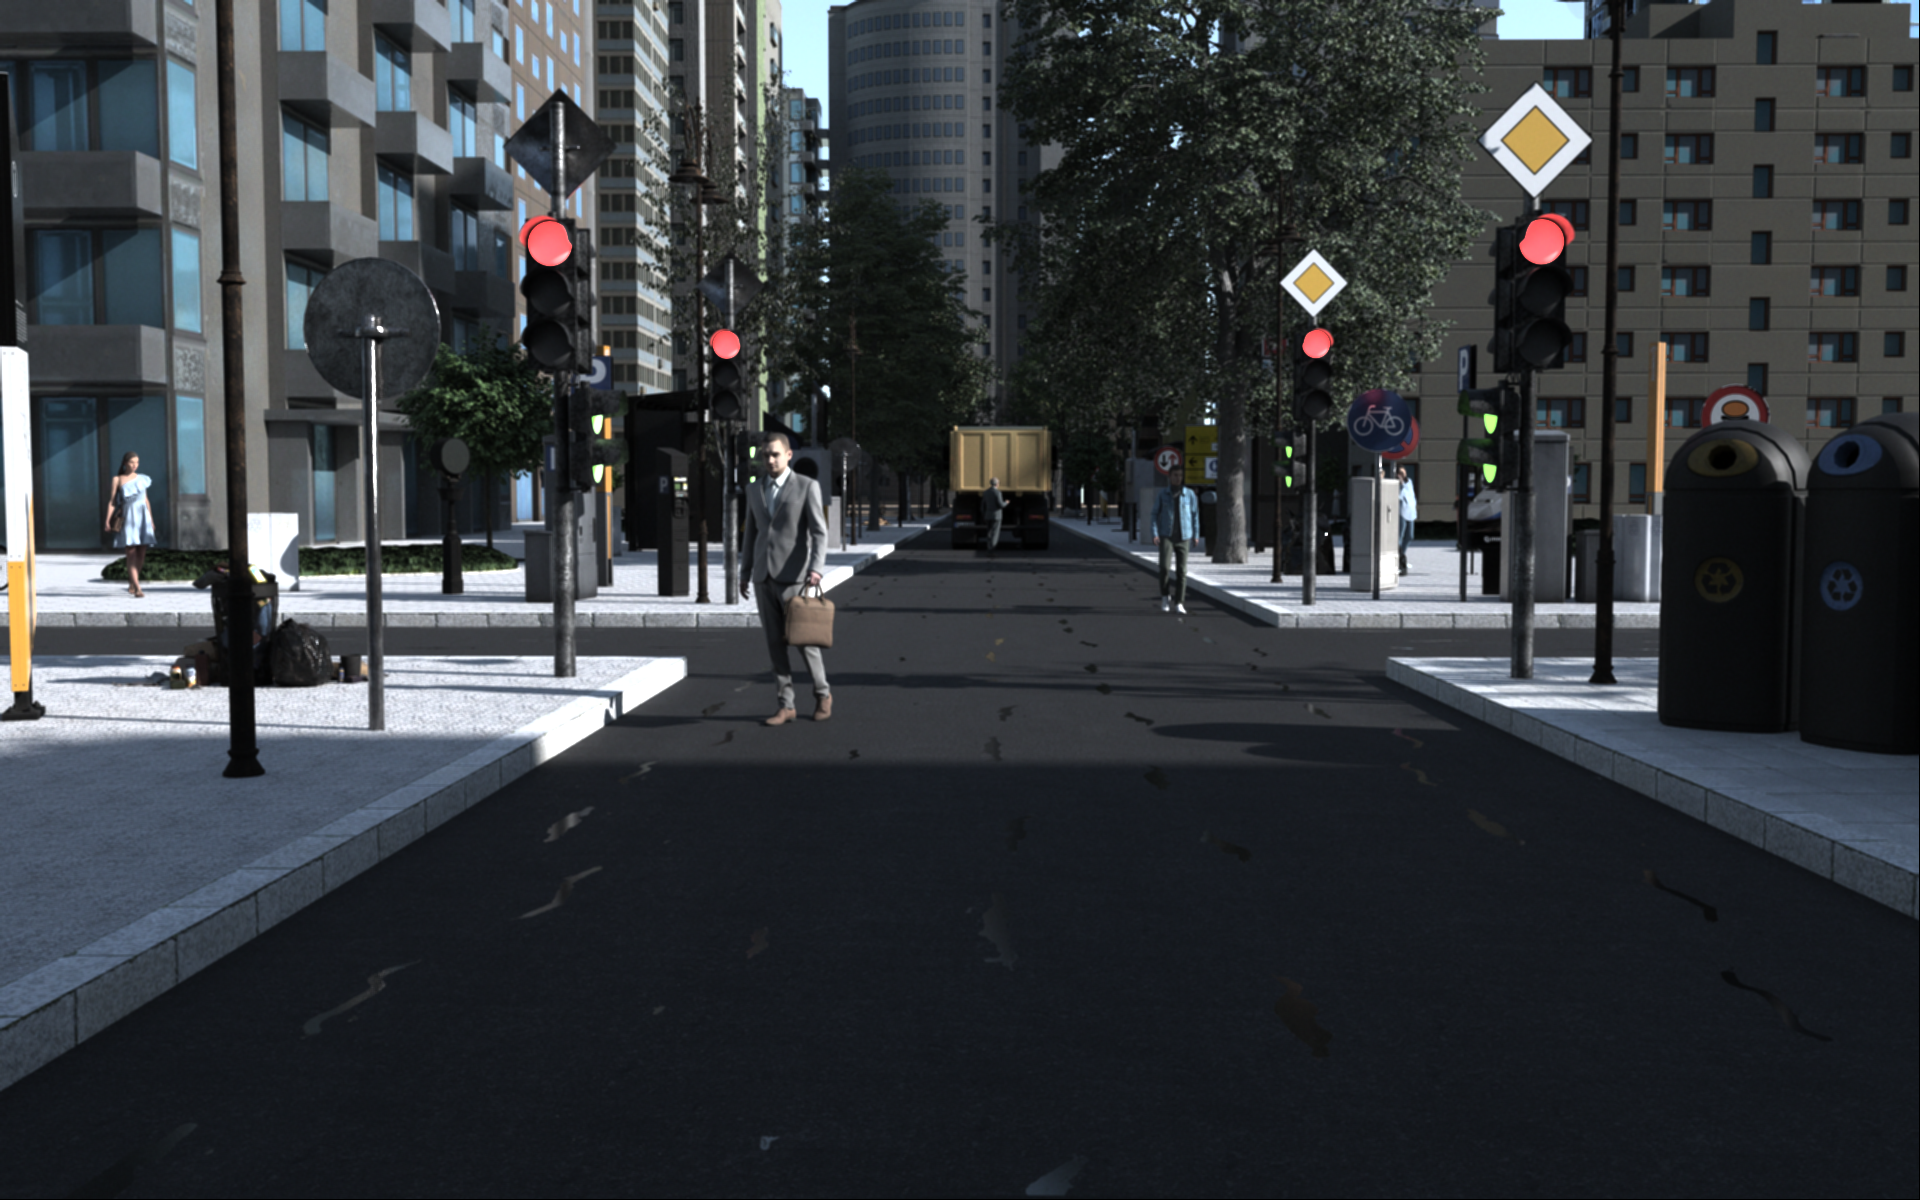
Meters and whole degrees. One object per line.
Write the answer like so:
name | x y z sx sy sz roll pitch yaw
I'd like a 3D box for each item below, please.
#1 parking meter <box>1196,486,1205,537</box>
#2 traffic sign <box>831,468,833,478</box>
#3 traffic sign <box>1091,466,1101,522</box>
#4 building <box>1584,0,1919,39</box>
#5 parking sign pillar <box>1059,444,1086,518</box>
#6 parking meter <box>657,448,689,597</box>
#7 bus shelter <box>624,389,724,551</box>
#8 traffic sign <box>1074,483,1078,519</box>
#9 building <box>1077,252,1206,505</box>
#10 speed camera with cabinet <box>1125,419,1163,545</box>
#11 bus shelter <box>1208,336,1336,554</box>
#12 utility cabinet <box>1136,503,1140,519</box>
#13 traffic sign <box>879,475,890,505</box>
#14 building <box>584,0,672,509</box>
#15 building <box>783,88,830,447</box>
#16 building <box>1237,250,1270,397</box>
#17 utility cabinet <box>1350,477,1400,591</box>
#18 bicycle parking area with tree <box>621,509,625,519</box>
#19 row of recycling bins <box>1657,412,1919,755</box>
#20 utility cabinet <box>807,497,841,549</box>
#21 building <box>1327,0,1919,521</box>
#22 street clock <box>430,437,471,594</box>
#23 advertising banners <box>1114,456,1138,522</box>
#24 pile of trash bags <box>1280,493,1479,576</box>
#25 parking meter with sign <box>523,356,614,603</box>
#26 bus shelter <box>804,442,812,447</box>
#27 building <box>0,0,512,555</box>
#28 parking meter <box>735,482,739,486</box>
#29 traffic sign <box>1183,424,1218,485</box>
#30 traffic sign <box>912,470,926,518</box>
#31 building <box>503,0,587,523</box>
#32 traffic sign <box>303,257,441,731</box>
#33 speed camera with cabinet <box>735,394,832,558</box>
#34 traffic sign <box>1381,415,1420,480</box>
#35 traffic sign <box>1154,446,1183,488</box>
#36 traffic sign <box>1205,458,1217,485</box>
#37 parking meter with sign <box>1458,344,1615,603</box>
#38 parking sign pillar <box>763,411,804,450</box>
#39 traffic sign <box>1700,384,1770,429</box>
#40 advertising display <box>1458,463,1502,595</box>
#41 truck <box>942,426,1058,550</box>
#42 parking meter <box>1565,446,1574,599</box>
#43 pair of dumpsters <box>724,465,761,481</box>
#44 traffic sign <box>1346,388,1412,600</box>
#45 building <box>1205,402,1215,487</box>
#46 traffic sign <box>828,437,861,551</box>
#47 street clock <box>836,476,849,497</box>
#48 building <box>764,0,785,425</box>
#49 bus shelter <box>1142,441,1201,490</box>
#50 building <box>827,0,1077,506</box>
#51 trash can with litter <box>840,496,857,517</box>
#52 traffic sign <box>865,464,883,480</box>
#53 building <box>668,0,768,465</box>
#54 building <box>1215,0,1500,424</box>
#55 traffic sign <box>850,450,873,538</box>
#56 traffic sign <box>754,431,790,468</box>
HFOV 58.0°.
parking meter | 7.153 -2.646 51.669 0.372 1.533 0.369 0 3 0
traffic sign | -5.736 -4.462 73.057 0.768 2.556 0.104 0 4 6
traffic sign | 6.300 -4.853 79.350 0.884 2.594 0.081 0 4 3
building | 67.122 -50.760 142.602 31.000 86.520 22.319 0 4 1
parking sign pillar | 5.990 -6.349 92.277 1.447 3.967 1.447 -1 4 -23
parking meter | -3.601 -0.981 21.753 0.255 1.863 0.399 -3 5 -43
bus shelter | -6.635 -3.090 41.798 1.731 3.624 6.357 0 4 1
traffic sign | 5.917 -5.360 87.735 0.768 2.556 0.104 0 4 7
building | 20.615 -26.161 199.432 14.107 30.474 14.160 0 4 1
speed camera with cabinet | 4.868 -3.066 44.472 0.660 3.252 2.038 -1 4 -16
bus shelter | 7.222 -3.904 41.455 2.179 5.291 8.768 0 4 1
utility cabinet | 9.022 -4.822 90.004 1.020 1.237 0.306 2 4 27
traffic sign | -4.106 -5.605 93.773 0.606 2.300 0.079 1 4 10
building | -31.353 -25.437 107.769 32.217 40.220 23.993 0 4 1
building | -30.240 -35.732 203.830 30.456 49.044 23.786 0 4 1
building | 33.893 -16.449 113.977 27.650 21.520 28.899 0 4 1
utility cabinet | 5.559 -0.885 23.141 0.318 1.500 1.173 2 4 31
bicycle parking area with tree | -13.248 -5.261 73.026 9.016 4.147 8.231 1 4 10
row of recycling bins | 4.878 -0.081 8.433 1.069 1.692 3.534 -1 4 -22
utility cabinet | -3.334 -1.817 40.865 1.020 1.237 0.306 0 4 -8
building | 30.781 -14.398 80.445 27.650 21.520 28.899 0 4 1
street clock | -6.517 -1.078 22.195 0.358 2.002 0.471 2 4 35
advertising banners | 7.525 -5.053 78.808 0.090 3.025 2.074 -2 4 -25
pile of trash bags | 6.759 -1.101 27.762 3.447 1.369 1.912 1 4 15
parking meter with sign | -4.792 -1.523 21.154 0.543 3.016 1.738 1 4 10
bus shelter | -6.057 -4.574 68.703 2.014 3.302 5.546 0 4 1
building | -25.829 -26.195 47.905 23.786 49.044 30.456 0 4 1
parking meter | -4.768 -1.749 37.012 0.372 1.533 0.369 0 3 0
traffic sign | 7.660 -3.468 50.574 2.265 3.308 0.079 0 4 5
traffic sign | -2.170 -5.620 91.992 0.768 2.556 0.104 1 4 9
building | -26.156 -26.380 81.432 14.600 45.320 14.200 0 4 1
traffic sign | -3.175 -0.565 9.350 0.768 2.556 0.104 0 4 6
speed camera with cabinet | -3.602 -2.451 34.405 2.038 3.252 0.660 1 4 18
traffic sign | 6.465 -1.577 25.885 0.768 2.556 0.104 0 4 7
traffic sign | 5.536 -2.813 46.097 0.768 2.556 0.104 0 4 6
traffic sign | 7.090 -2.808 48.045 0.606 2.300 0.079 0 4 8
parking meter with sign | 6.800 -1.479 20.436 1.738 3.016 0.543 0 4 2
parking sign pillar | -5.679 -4.114 55.729 1.447 3.967 1.447 0 4 -4
traffic sign | 8.998 -1.229 20.197 0.768 2.556 0.104 0 4 7
advertising display | 6.826 -1.025 21.965 0.974 1.923 0.123 1 4 9
truck | 1.121 -3.209 48.393 3.469 3.379 9.791 0 4 1
parking meter | 7.291 -0.947 21.195 0.399 1.863 0.255 -3 4 -38
pair of dumpsters | -6.515 -2.936 50.496 1.574 2.255 4.437 0 4 1
traffic sign | 5.057 -1.276 20.974 0.768 2.556 0.104 1 4 10
building | 43.223 -54.335 201.048 31.000 86.520 22.319 0 4 1
traffic sign | -2.598 -2.365 38.781 0.768 2.556 0.104 0 4 2
street clock | -4.591 -3.865 67.771 0.471 2.002 0.358 -2 4 -24
building | -26.624 -31.958 146.215 21.600 48.544 21.300 0 4 1
bus shelter | 8.413 -4.550 68.310 2.014 3.302 5.546 0 4 1
building | -0.918 -40.400 202.545 28.212 58.520 21.231 0 4 1
trash can with litter | -6.177 -5.140 95.431 1.055 1.170 0.624 1 4 9
traffic sign | -3.433 -4.161 68.145 0.768 2.556 0.104 0 4 5
building | -22.040 -27.130 127.177 14.154 41.232 14.086 0 4 1
building | 31.636 -36.660 141.387 21.231 58.520 28.212 0 4 1
traffic sign | -2.897 -3.055 50.054 0.768 2.556 0.104 0 4 8
traffic sign | -3.887 -2.182 35.677 0.884 2.594 0.081 1 4 9
